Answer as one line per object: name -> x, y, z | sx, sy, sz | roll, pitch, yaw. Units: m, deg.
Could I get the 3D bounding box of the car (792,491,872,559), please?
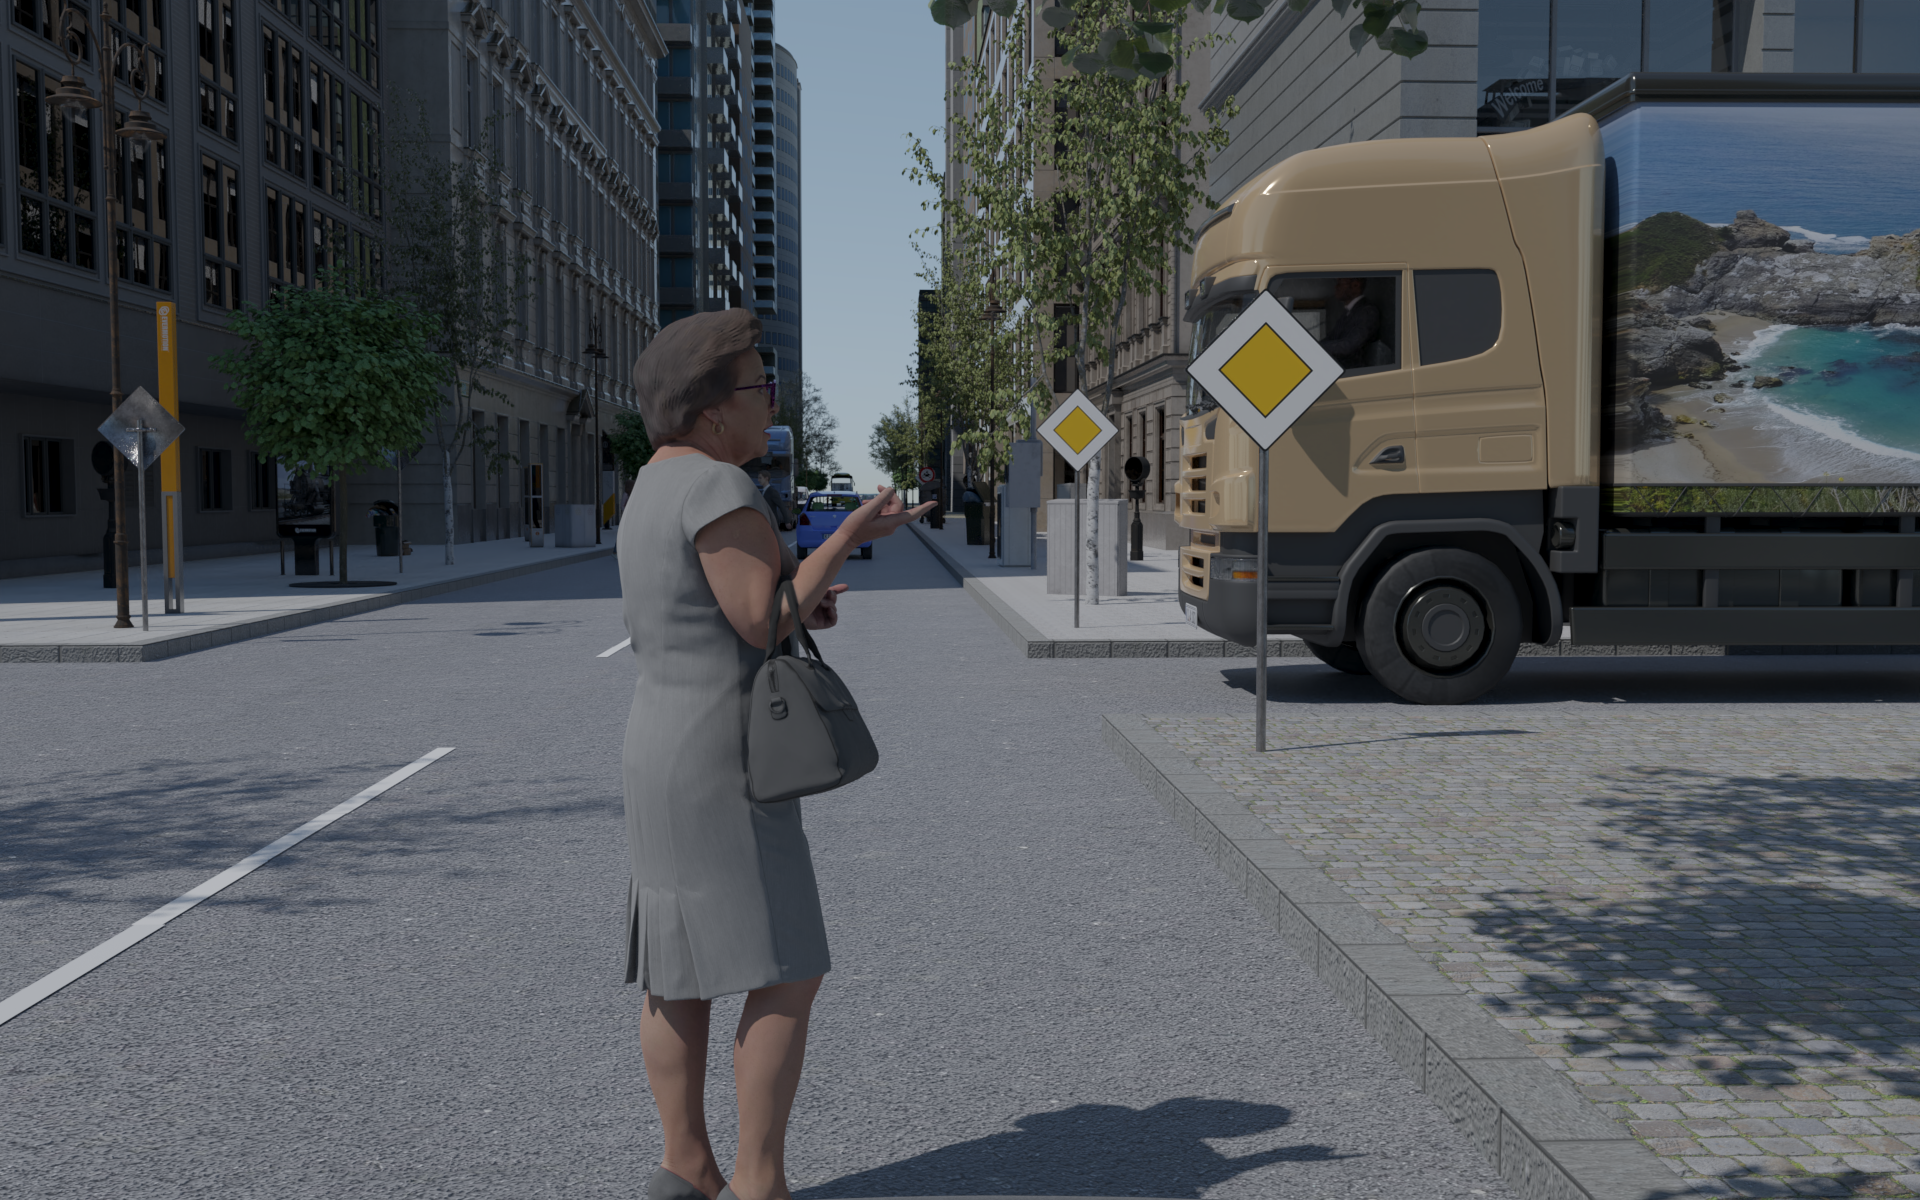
car -> -2.857, -1.818, 39.318 | 1.945, 1.707, 3.694 | 0, 4, -5

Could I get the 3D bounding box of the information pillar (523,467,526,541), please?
information pillar -> -11.583, -2.589, 46.830 | 0.304, 2.012, 0.304 | -3, 5, -41

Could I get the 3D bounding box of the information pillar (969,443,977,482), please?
information pillar -> 0.575, -5.350, 78.832 | 0.504, 3.616, 0.183 | 3, 5, 44

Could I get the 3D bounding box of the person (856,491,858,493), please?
person -> -13.197, -13.012, 221.267 | 0.705, 1.821, 1.348 | 2, 4, 27

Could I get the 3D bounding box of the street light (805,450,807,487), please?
street light -> -15.640, -12.471, 176.691 | 0.468, 5.910, 1.993 | 0, 4, -3

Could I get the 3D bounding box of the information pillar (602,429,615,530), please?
information pillar -> -12.658, -4.341, 62.331 | 0.504, 3.616, 0.183 | 2, 4, 28

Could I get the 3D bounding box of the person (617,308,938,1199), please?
person -> -0.342, 0.342, 3.260 | 0.532, 1.782, 0.716 | -2, 4, -28

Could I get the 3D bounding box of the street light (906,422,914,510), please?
street light -> -3.024, -8.456, 111.046 | 0.468, 5.910, 1.993 | 0, 4, -3

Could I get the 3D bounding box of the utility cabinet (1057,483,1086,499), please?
utility cabinet -> 2.281, -1.644, 35.560 | 0.318, 1.500, 1.173 | 1, 4, 20

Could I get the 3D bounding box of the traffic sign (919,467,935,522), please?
traffic sign -> -1.527, -4.899, 80.205 | 0.768, 2.556, 0.104 | 0, 4, 4

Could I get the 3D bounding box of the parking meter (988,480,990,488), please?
parking meter -> 1.309, -4.092, 72.609 | 0.255, 1.863, 0.399 | 0, 4, 3

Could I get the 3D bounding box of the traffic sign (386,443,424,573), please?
traffic sign -> -9.062, -1.641, 28.020 | 0.795, 2.450, 0.064 | 0, 4, 3

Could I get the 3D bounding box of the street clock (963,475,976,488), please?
street clock -> 0.346, -3.611, 63.604 | 0.471, 2.002, 0.358 | 0, 4, 5

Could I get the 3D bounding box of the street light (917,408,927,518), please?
street light -> -2.002, -7.244, 91.235 | 0.468, 5.910, 1.993 | 0, 4, -3

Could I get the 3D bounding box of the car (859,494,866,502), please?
car -> -7.108, -7.238, 127.138 | 1.959, 1.807, 4.718 | 0, 4, -3

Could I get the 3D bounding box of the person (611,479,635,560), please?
person -> -7.294, -1.761, 37.890 | 0.643, 1.750, 0.593 | 1, 4, 18

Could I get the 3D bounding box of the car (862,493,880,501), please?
car -> -5.201, -6.075, 108.118 | 1.959, 1.807, 4.718 | 0, 4, -1

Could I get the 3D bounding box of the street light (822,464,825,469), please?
street light -> -18.359, -15.891, 232.611 | 0.468, 5.910, 1.993 | 0, 4, -3

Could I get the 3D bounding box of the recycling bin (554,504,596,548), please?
recycling bin -> -9.276, -1.785, 41.743 | 0.722, 1.027, 0.722 | 3, 5, 41

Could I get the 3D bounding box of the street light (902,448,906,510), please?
street light -> -4.332, -10.215, 139.809 | 0.468, 5.910, 1.993 | 0, 4, -3

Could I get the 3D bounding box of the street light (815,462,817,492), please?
street light -> -16.960, -14.157, 204.254 | 0.468, 5.910, 1.993 | 0, 4, -3

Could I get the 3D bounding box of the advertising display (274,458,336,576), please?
advertising display -> -10.314, -1.351, 27.305 | 0.974, 1.923, 0.123 | 1, 4, 11

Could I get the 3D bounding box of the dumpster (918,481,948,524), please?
dumpster -> -1.173, -4.294, 75.963 | 1.264, 1.857, 1.865 | 0, 4, -3

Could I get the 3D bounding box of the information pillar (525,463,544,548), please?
information pillar -> -10.196, -2.272, 41.639 | 0.304, 2.012, 0.304 | -2, 4, -23

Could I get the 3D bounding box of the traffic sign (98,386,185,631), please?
traffic sign -> -7.619, -0.765, 16.147 | 0.795, 2.450, 0.064 | 0, 4, -3

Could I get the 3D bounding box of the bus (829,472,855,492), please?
bus -> -13.695, -12.783, 200.554 | 2.896, 3.916, 12.252 | 0, 4, -4

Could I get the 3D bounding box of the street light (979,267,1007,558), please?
street light -> 0.642, -3.769, 34.410 | 0.468, 5.910, 1.993 | 0, 4, -3

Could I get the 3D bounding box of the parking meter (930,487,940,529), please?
parking meter -> -0.922, -3.417, 64.285 | 0.372, 1.533, 0.369 | 0, 3, 0

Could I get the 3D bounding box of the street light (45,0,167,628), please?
street light -> -8.026, -2.670, 16.444 | 0.468, 5.910, 1.993 | 0, 4, -3

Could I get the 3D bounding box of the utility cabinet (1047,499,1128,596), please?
utility cabinet -> 1.611, -0.664, 22.020 | 1.020, 1.237, 0.306 | 2, 4, 31

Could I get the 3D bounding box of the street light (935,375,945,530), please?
street light -> -0.669, -5.478, 62.352 | 0.468, 5.910, 1.993 | 0, 4, -3

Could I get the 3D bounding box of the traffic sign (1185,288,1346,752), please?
traffic sign -> 1.495, -0.301, 8.563 | 0.795, 2.450, 0.064 | 0, 4, -3

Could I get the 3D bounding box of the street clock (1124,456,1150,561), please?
street clock -> 3.407, -1.758, 33.321 | 0.358, 2.002, 0.471 | -3, 5, -45

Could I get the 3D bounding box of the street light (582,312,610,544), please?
street light -> -9.273, -4.368, 44.213 | 0.468, 5.910, 1.993 | 0, 4, -3

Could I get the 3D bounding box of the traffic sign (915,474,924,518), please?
traffic sign -> -1.703, -4.860, 80.652 | 0.795, 2.450, 0.064 | 0, 4, 1

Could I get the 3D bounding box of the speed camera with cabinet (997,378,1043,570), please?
speed camera with cabinet -> 1.015, -2.192, 30.182 | 0.660, 3.252, 2.038 | 0, 4, -4

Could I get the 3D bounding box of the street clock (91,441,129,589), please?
street clock -> -11.549, -1.163, 23.580 | 0.471, 2.002, 0.358 | 2, 4, 26

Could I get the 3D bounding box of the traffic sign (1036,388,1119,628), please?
traffic sign -> 1.117, -0.789, 16.539 | 0.795, 2.450, 0.064 | 0, 4, -3

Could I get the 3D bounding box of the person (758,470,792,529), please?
person -> -3.433, -1.373, 30.729 | 0.755, 1.850, 0.659 | -2, 4, -26

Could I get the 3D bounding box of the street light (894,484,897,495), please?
street light -> -6.899, -13.576, 194.751 | 0.468, 5.910, 1.993 | 0, 4, -3
